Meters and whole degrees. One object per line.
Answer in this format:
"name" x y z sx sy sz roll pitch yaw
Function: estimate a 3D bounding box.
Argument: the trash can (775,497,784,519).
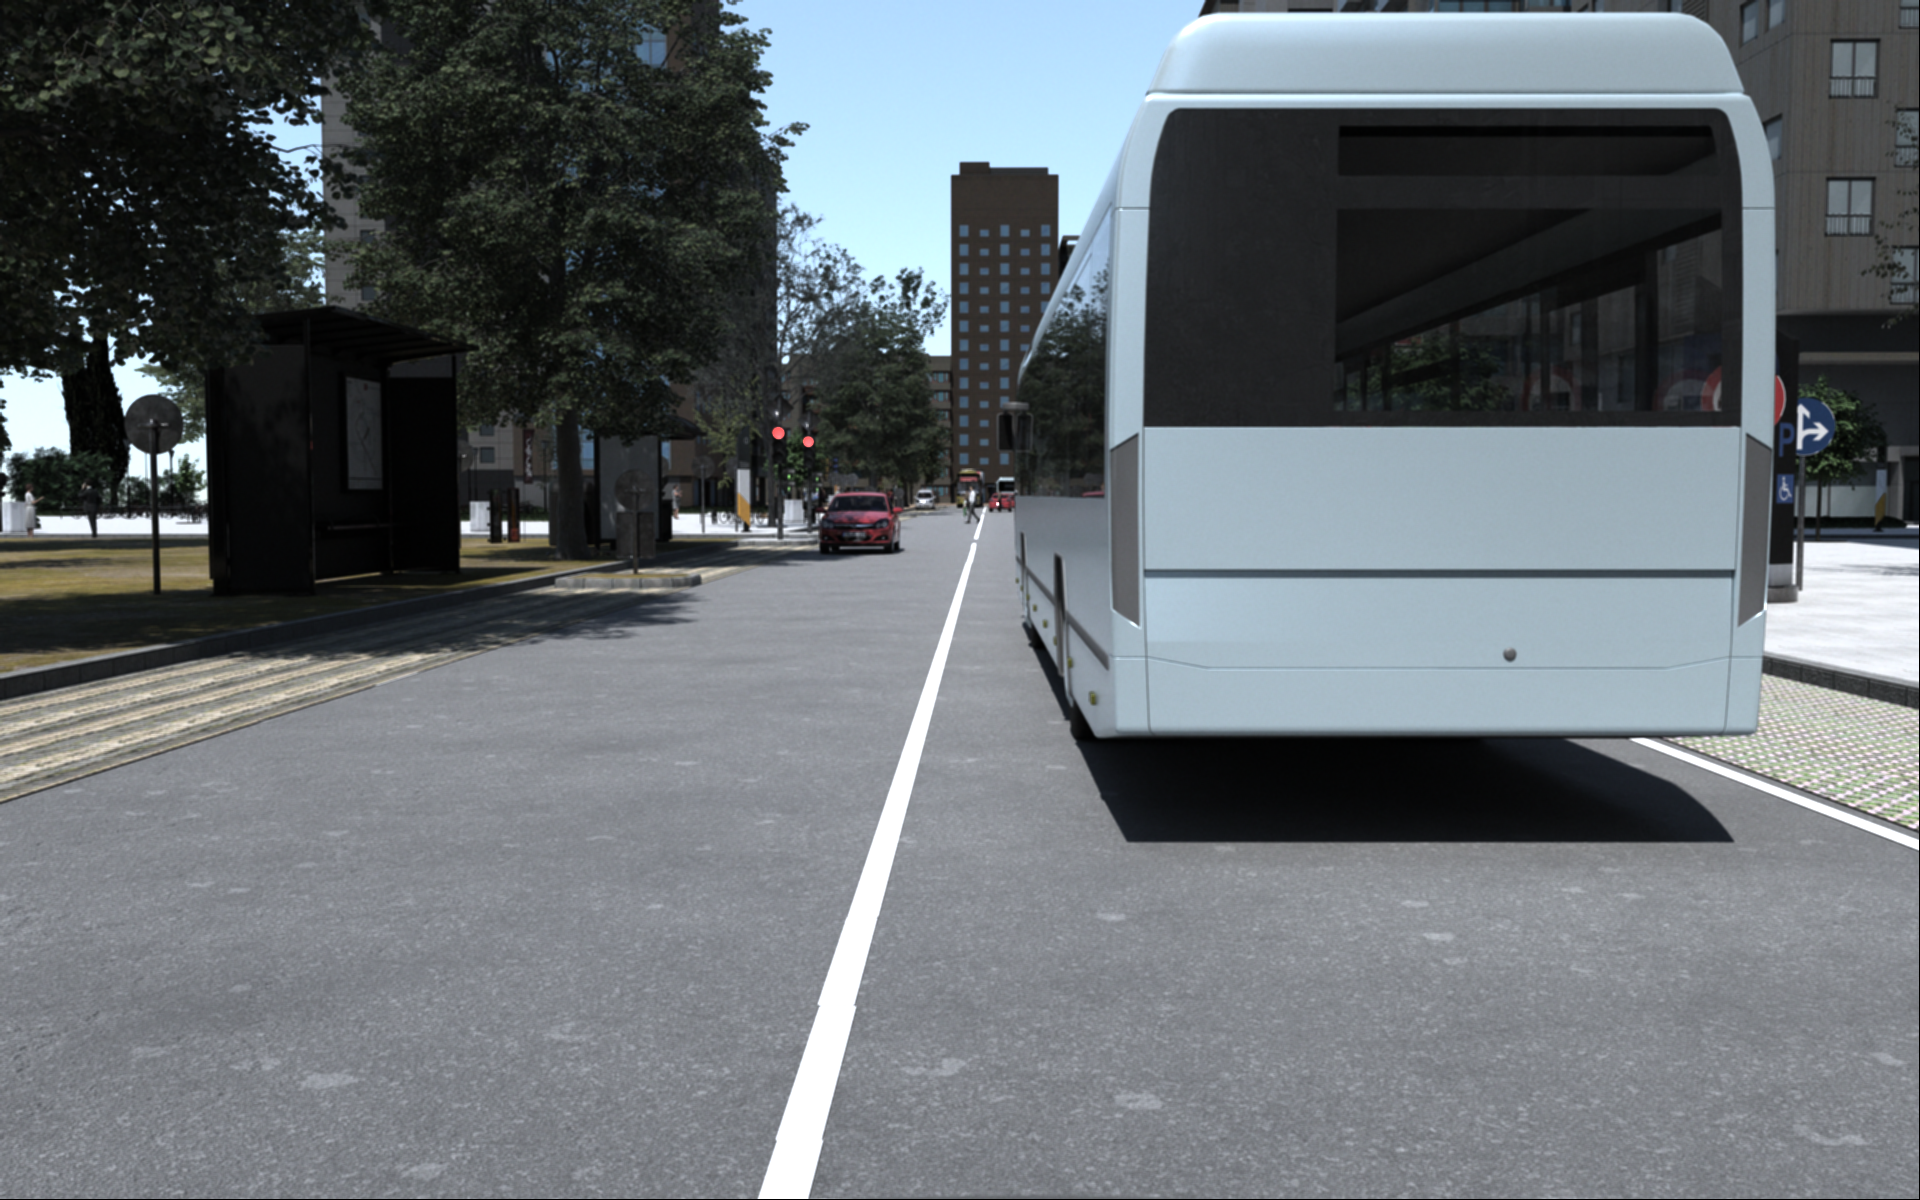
"trash can" -9.412 -4.747 89.274 0.748 1.137 0.748 0 3 0

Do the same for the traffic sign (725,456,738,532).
"traffic sign" -7.570 -3.579 58.620 0.768 2.556 0.104 0 4 8

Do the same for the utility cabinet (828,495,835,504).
"utility cabinet" -6.804 -5.063 93.946 0.306 1.237 1.020 -2 4 -26

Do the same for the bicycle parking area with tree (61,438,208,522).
"bicycle parking area with tree" -42.871 -6.421 91.990 9.016 4.147 8.231 1 4 12

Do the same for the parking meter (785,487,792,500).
"parking meter" -10.620 -6.209 107.221 0.255 1.863 0.399 2 4 25

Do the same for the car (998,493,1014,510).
"car" 4.216 -8.807 153.028 2.155 1.783 4.494 0 4 2

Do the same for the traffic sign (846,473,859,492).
"traffic sign" -6.524 -6.409 104.894 0.768 2.556 0.104 1 4 8

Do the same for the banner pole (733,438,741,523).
"banner pole" -9.790 -5.322 77.029 0.401 3.779 0.863 -3 5 -41

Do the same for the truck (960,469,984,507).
"truck" 1.378 -12.886 199.604 2.839 4.237 11.283 0 4 3

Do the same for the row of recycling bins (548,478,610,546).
"row of recycling bins" -9.667 -2.275 44.309 1.069 1.692 3.534 0 4 3

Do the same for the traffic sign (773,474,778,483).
"traffic sign" -9.366 -5.504 90.090 0.768 2.556 0.104 0 4 7

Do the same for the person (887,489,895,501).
"person" -7.601 -11.120 187.799 1.348 1.831 0.705 -2 4 -28

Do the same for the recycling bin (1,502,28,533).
"recycling bin" -31.056 -2.722 57.057 0.722 1.027 0.722 3 5 42

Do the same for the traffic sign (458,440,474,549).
"traffic sign" -11.726 -2.470 40.483 0.768 2.556 0.104 1 4 10

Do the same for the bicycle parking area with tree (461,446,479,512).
"bicycle parking area with tree" -29.629 -7.202 104.758 9.016 4.147 8.231 0 4 2

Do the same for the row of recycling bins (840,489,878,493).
"row of recycling bins" -7.706 -7.503 129.779 3.534 1.692 1.069 -2 4 -34

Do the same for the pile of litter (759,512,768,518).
"pile of litter" -10.238 -4.825 92.860 1.719 0.858 1.176 -2 4 -35

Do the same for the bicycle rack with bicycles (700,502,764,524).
"bicycle rack with bicycles" -10.021 -3.767 74.974 2.852 0.926 2.925 -2 4 -25

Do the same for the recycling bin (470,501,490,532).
"recycling bin" -16.256 -2.846 59.078 0.722 1.027 0.722 -2 4 -34

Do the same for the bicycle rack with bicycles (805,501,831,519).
"bicycle rack with bicycles" -7.252 -4.563 87.992 2.852 0.926 2.925 0 4 -7

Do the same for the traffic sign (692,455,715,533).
"traffic sign" -8.421 -3.465 56.763 0.768 2.556 0.104 0 4 4

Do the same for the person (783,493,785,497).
"person" -20.324 -12.008 203.058 0.721 1.739 1.217 2 4 34

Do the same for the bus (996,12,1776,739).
"bus" 1.864 -1.126 13.271 2.948 3.499 13.247 0 3 0

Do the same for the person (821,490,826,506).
"person" -14.886 -10.974 186.153 1.217 1.739 0.721 -3 5 -43

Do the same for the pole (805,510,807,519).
"pole" -8.108 -5.936 90.890 0.158 3.312 0.155 0 3 0

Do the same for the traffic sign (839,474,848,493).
"traffic sign" -7.322 -6.649 108.810 0.768 2.556 0.104 0 4 4

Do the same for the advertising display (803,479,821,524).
"advertising display" -6.421 -4.272 75.055 0.974 1.923 0.123 3 4 38

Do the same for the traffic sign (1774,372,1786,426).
"traffic sign" 7.374 -0.997 16.400 0.768 2.556 0.104 0 4 7

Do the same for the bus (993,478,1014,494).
"bus" 5.442 -12.593 200.760 2.948 3.499 13.247 0 3 0

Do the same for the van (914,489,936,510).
"van" -3.148 -9.102 155.828 2.013 2.044 4.112 0 4 1

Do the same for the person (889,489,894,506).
"person" -6.023 -8.882 151.939 0.721 1.739 1.217 1 4 11

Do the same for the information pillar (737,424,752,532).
"information pillar" -7.233 -4.078 58.034 0.183 3.616 0.504 3 5 43

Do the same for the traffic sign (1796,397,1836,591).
"traffic sign" 11.137 -1.395 22.913 0.768 2.556 0.104 0 4 6

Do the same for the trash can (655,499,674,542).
"trash can" -8.020 -2.124 46.382 0.748 1.137 0.748 0 3 0

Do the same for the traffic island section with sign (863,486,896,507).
"traffic island section with sign" -4.191 -4.461 81.565 1.989 1.847 2.006 0 4 1

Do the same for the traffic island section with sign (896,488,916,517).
"traffic island section with sign" -3.744 -6.109 108.517 1.989 1.847 2.006 0 4 1

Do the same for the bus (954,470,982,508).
"bus" 0.862 -11.817 184.754 2.896 3.916 12.252 0 3 0

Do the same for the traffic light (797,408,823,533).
"traffic light" -4.899 -4.137 56.564 0.839 4.253 0.868 0 4 1

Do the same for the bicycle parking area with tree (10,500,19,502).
"bicycle parking area with tree" -51.829 -6.090 86.569 8.231 4.147 9.016 0 4 4

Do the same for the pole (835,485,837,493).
"pole" -8.936 -8.007 124.762 0.158 3.312 0.155 0 3 0

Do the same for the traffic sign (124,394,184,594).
"traffic sign" -10.288 -1.346 22.118 0.768 2.556 0.104 0 4 2

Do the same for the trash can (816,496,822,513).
"trash can" -9.743 -6.515 118.172 0.748 1.137 0.748 0 3 0

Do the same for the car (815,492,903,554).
"car" -2.459 -2.073 42.935 2.155 1.783 4.494 0 4 1

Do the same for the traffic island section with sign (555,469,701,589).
"traffic island section with sign" -5.112 -1.125 27.024 1.989 1.847 2.006 0 4 1

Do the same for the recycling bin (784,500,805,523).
"recycling bin" -7.496 -4.038 78.569 0.722 1.027 0.722 -3 4 -36

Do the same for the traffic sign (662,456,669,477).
"traffic sign" -9.823 -3.434 56.256 0.768 2.556 0.104 0 4 5

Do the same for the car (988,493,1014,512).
"car" 3.286 -8.025 140.248 2.155 1.783 4.494 0 4 3

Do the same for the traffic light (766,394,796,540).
"traffic light" -5.033 -3.649 48.580 0.839 4.253 0.868 0 4 1

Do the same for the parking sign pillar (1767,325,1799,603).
"parking sign pillar" 9.365 -1.983 20.890 1.447 3.967 1.447 -2 4 -33

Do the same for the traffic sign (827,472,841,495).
"traffic sign" -7.186 -6.025 98.616 0.768 2.556 0.104 0 4 2

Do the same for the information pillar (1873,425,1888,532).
"information pillar" 31.243 -4.121 58.733 0.183 3.616 0.504 0 4 -2

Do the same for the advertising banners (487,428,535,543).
"advertising banners" -11.825 -3.032 45.753 0.090 3.025 2.074 1 4 22

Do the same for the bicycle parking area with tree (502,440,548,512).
"bicycle parking area with tree" -19.732 -6.500 93.278 8.231 4.147 9.016 0 4 3

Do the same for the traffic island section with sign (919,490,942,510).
"traffic island section with sign" -2.891 -9.215 159.285 1.989 1.847 2.006 0 4 1
